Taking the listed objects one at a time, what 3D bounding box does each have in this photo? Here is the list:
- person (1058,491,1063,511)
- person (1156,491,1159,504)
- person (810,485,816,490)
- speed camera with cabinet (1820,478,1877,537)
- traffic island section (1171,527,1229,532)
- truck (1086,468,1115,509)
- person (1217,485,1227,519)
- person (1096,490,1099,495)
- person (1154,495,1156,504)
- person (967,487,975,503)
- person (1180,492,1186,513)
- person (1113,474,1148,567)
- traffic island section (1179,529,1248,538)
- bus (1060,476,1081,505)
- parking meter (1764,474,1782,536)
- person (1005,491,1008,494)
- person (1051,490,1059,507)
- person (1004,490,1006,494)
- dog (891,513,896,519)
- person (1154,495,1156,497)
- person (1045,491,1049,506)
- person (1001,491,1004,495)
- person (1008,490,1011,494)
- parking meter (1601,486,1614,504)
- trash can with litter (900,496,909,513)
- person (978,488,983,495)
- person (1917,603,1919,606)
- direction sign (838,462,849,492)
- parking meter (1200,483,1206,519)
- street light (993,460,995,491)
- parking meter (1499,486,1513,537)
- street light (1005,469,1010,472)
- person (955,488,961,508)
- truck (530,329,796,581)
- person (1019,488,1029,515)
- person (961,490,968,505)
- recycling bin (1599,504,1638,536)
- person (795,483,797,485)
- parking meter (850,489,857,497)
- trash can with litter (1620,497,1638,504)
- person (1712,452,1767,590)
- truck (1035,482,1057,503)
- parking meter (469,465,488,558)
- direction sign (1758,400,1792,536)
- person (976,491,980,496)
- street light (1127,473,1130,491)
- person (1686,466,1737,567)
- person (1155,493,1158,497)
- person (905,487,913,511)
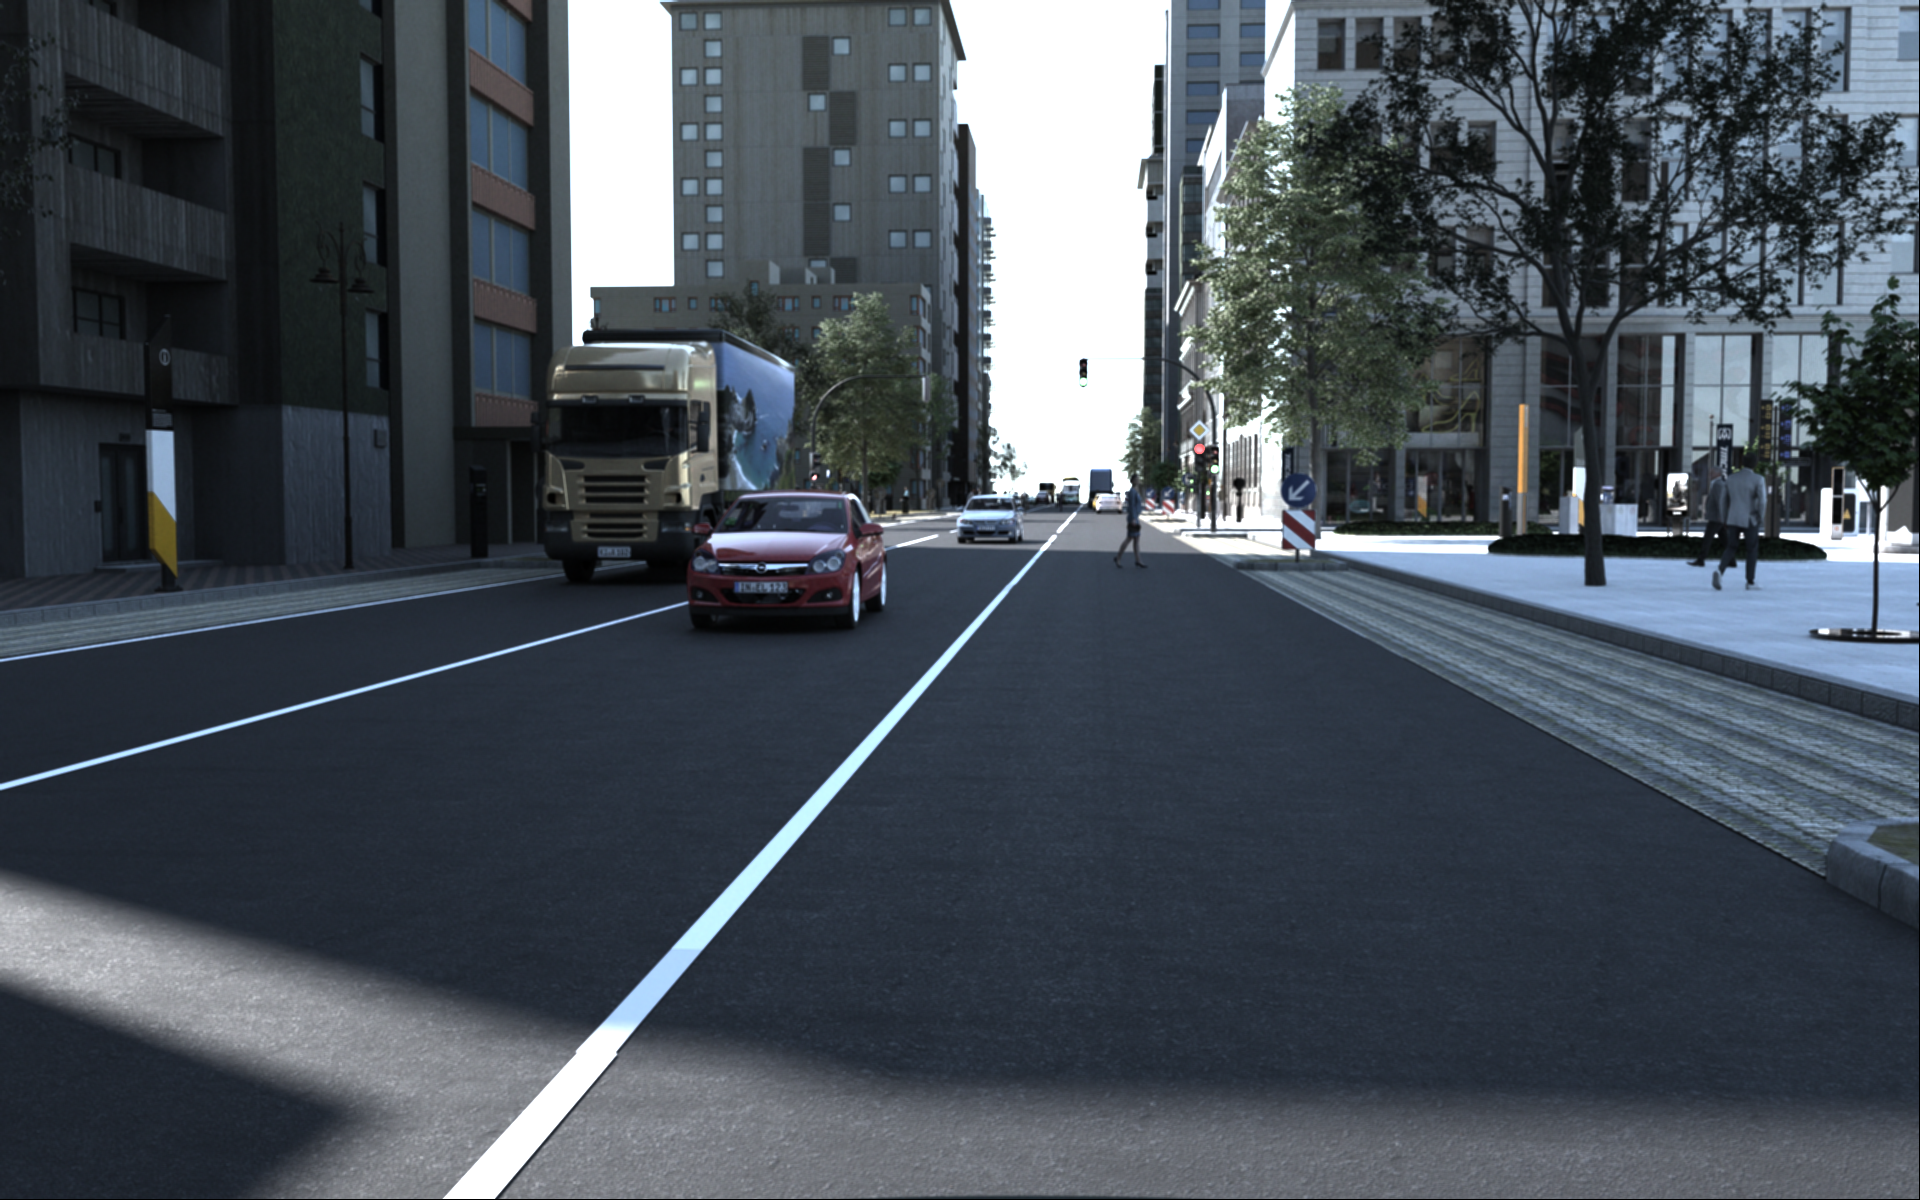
[{"bbox_3d":[8.410,-8.270,144.636,0.541,1.710,0.530,-3,5,-44],"label":"person"},{"bbox_3d":[26.387,-13.738,231.366,1.217,1.735,0.721,-3,5,-44],"label":"person"},{"bbox_3d":[-4.910,-2.974,57.882,0.466,1.731,0.760,-1,4,-13],"label":"person"},{"bbox_3d":[27.093,-3.554,52.450,2.038,3.252,0.660,-1,4,-20],"label":"speed camera with cabinet"},{"bbox_3d":[9.054,-2.650,65.612,2.009,0.180,2.903,0,4,4],"label":"traffic island section"},{"bbox_3d":[14.263,-11.225,173.286,2.967,4.110,18.799,0,4,3],"label":"truck"},{"bbox_3d":[13.214,-4.948,87.491,0.519,1.759,0.362,0,4,-1],"label":"person"},{"bbox_3d":[12.478,-9.084,157.007,0.705,1.826,1.348,1,4,15],"label":"person"},{"bbox_3d":[25.374,-13.241,225.760,0.991,1.433,0.599,1,4,12],"label":"person"},{"bbox_3d":[0.601,-5.005,90.612,0.850,1.792,0.678,1,4,19],"label":"person"},{"bbox_3d":[14.828,-6.644,114.692,0.654,1.822,0.581,0,4,8],"label":"person"},{"bbox_3d":[3.346,-1.548,33.840,0.654,1.822,0.581,2,4,25],"label":"person"},{"bbox_3d":[8.447,-2.163,57.650,2.009,0.180,2.903,0,4,4],"label":"traffic island section"},{"bbox_3d":[15.425,-15.203,240.114,2.896,3.916,12.252,0,4,5],"label":"bus"},{"bbox_3d":[23.448,-2.704,49.925,0.255,1.863,0.399,-3,5,-41],"label":"parking meter"},{"bbox_3d":[5.192,-11.414,195.049,0.705,1.831,1.348,0,4,5],"label":"person"},{"bbox_3d":[10.517,-10.929,187.168,1.348,1.826,0.705,1,4,17],"label":"person"},{"bbox_3d":[6.991,-16.231,271.052,0.705,1.869,1.348,0,4,1],"label":"person"},{"bbox_3d":[-3.525,-4.540,94.421,0.550,0.427,0.748,1,4,23],"label":"dog"},{"bbox_3d":[22.386,-12.011,203.107,1.217,1.739,0.721,2,4,23],"label":"person"},{"bbox_3d":[10.602,-12.435,212.336,0.617,1.759,0.750,-2,4,-35],"label":"person"},{"bbox_3d":[7.502,-17.881,298.403,0.705,1.823,1.348,-3,5,-42],"label":"person"},{"bbox_3d":[4.168,-8.253,143.989,0.434,1.755,0.990,1,4,22],"label":"person"},{"bbox_3d":[19.704,-2.711,52.729,0.372,1.533,0.369,0,3,0],"label":"parking meter"},{"bbox_3d":[-3.678,-6.328,114.843,0.624,1.170,1.055,0,4,-4],"label":"trash can with litter"},{"bbox_3d":[1.387,-6.804,119.527,0.755,1.850,0.659,0,4,-5],"label":"person"},{"bbox_3d":[11.337,-0.825,19.811,0.573,1.790,0.520,3,5,43],"label":"person"},{"bbox_3d":[-7.852,-7.634,116.805,0.876,3.537,0.379,-3,4,-36],"label":"direction sign"},{"bbox_3d":[12.298,-5.024,87.852,0.255,1.863,0.399,0,4,-4],"label":"parking meter"},{"bbox_3d":[4.521,-15.501,226.236,0.468,5.910,1.993,0,4,4],"label":"street light"},{"bbox_3d":[16.084,-2.606,51.016,0.372,1.533,0.369,0,3,0],"label":"parking meter"},{"bbox_3d":[6.820,-17.359,256.612,0.468,5.910,1.993,0,4,4],"label":"street light"},{"bbox_3d":[-0.147,-9.611,163.208,0.705,1.821,1.348,1,4,20],"label":"person"},{"bbox_3d":[-5.080,-2.620,31.752,2.839,4.237,11.283,0,4,3],"label":"truck"},{"bbox_3d":[4.363,-6.690,117.844,0.622,1.834,0.822,0,4,-7],"label":"person"},{"bbox_3d":[0.459,-10.665,181.221,0.742,1.727,0.445,-1,4,-17],"label":"person"},{"bbox_3d":[16.790,-1.940,44.266,0.722,1.027,0.722,-1,4,-16],"label":"recycling bin"},{"bbox_3d":[-7.453,-4.411,78.589,0.534,1.772,0.576,-2,4,-30],"label":"person"},{"bbox_3d":[-5.574,-5.043,90.857,0.372,1.533,0.369,0,3,0],"label":"parking meter"},{"bbox_3d":[52.397,-7.623,136.030,1.055,1.170,0.624,-1,4,-17],"label":"trash can with litter"},{"bbox_3d":[10.447,-1.056,23.160,0.795,1.843,0.661,-2,4,-35],"label":"person"},{"bbox_3d":[14.078,-17.410,280.576,3.469,3.379,9.791,0,4,4],"label":"truck"},{"bbox_3d":[-9.724,-1.791,34.997,0.255,1.863,0.399,-2,4,-32],"label":"parking meter"},{"bbox_3d":[19.582,-3.038,41.664,0.876,3.537,0.379,-1,4,-12],"label":"direction sign"},{"bbox_3d":[1.596,-9.318,161.635,0.721,1.735,1.217,-2,4,-30],"label":"person"},{"bbox_3d":[26.608,-18.087,268.504,0.468,5.910,1.993,0,4,4],"label":"street light"},{"bbox_3d":[13.199,-1.464,30.384,0.834,1.777,0.661,1,4,19],"label":"person"},{"bbox_3d":[25.817,-13.462,229.372,0.991,1.433,0.599,2,4,25],"label":"person"},{"bbox_3d":[-3.984,-7.656,131.078,0.748,1.841,0.638,1,4,21],"label":"person"}]
